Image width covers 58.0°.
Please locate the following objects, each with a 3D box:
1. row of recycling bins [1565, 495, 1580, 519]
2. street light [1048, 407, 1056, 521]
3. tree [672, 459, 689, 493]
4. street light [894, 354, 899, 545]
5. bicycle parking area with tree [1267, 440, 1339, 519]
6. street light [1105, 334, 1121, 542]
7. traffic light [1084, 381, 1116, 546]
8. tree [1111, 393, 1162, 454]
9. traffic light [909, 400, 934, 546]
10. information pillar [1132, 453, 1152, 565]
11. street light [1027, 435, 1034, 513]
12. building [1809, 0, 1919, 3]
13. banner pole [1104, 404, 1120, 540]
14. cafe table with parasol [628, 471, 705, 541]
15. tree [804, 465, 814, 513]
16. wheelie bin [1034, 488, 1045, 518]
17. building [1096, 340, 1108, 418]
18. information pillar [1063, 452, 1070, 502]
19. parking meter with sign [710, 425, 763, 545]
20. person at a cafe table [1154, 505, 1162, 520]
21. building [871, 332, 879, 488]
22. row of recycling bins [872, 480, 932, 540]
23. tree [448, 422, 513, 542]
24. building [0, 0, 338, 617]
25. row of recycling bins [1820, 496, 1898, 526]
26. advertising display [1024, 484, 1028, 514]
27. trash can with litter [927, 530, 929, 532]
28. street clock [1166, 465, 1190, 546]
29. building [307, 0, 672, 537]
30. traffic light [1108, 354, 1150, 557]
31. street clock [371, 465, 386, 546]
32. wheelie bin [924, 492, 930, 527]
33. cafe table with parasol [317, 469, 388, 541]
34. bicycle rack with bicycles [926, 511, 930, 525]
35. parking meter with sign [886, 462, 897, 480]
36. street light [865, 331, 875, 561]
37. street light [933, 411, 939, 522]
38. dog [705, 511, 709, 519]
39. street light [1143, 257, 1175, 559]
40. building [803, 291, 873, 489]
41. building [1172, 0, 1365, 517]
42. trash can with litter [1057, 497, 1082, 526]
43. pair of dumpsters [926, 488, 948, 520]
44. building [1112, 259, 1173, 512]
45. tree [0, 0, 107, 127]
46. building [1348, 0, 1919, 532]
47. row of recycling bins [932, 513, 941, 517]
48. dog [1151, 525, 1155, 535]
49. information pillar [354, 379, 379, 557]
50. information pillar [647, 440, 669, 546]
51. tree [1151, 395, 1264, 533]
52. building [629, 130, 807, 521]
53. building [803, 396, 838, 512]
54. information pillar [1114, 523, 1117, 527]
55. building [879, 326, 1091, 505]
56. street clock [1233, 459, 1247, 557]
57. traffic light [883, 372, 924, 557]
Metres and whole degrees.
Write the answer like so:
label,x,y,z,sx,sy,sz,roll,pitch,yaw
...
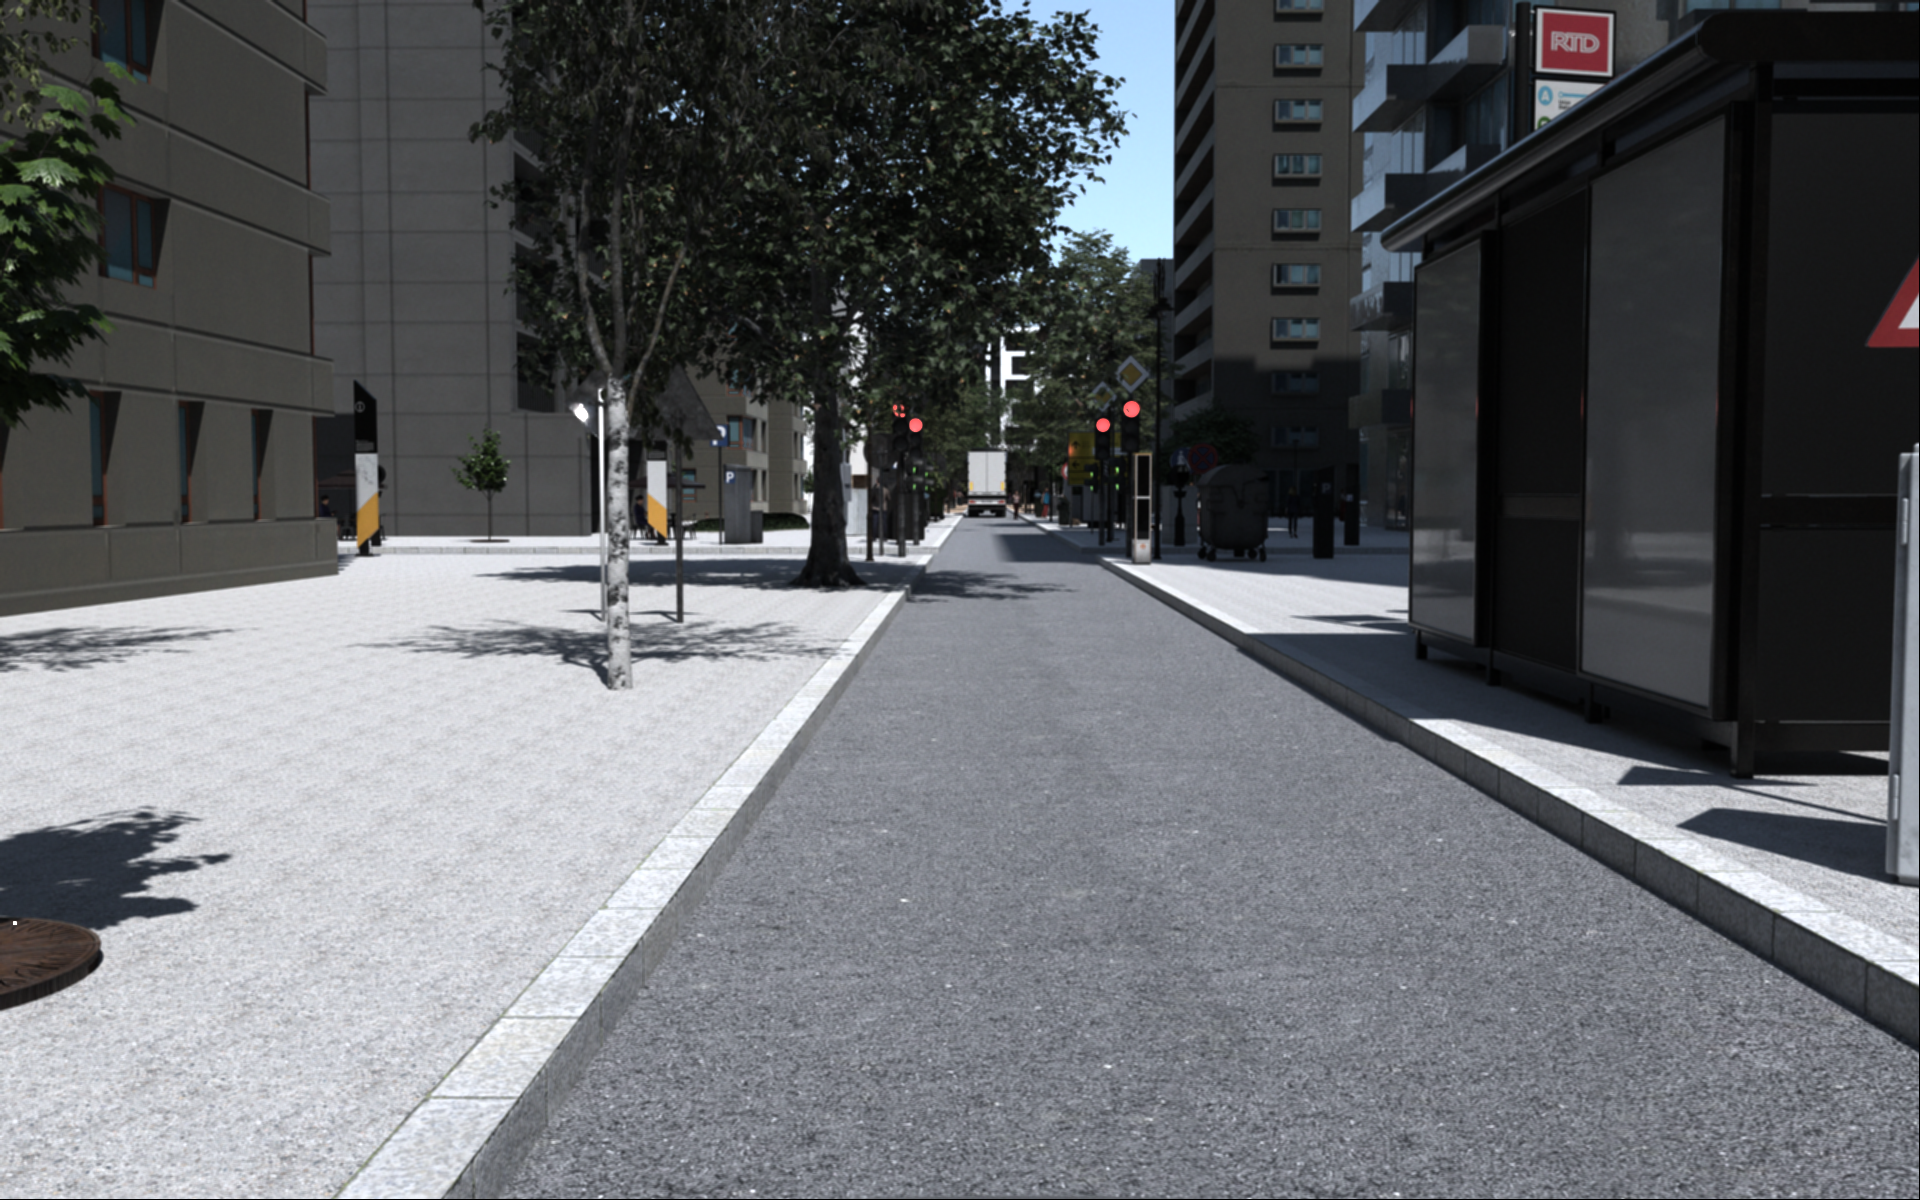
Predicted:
label,x,y,z,sx,sy,sz,roll,pitch,yaw
row of recycling bins,13.357,-1.695,34.826,3.534,1.692,1.069,2,4,31
street light,4.284,-6.644,81.415,0.468,5.910,1.993,0,4,1
tree,-12.969,-5.087,77.780,1.663,3.219,1.824,0,3,0
street light,-1.534,-4.312,43.292,0.468,5.910,1.993,0,4,1
bicycle parking area with tree,20.300,-6.420,91.966,8.231,4.147,9.016,0,4,6
street light,3.970,-4.477,45.980,0.468,5.910,1.993,0,4,1
traffic light,3.510,-3.308,43.008,0.839,4.253,0.868,0,4,1
tree,10.637,-9.652,108.173,4.737,8.622,4.395,0,3,0
traffic light,-1.071,-3.310,43.043,0.839,4.253,0.868,0,4,1
information pillar,3.303,-1.652,31.496,0.304,2.012,0.304,0,4,-5
street light,4.732,-8.841,117.345,0.468,5.910,1.993,0,4,1
building,26.004,-25.848,11.862,28.713,52.752,27.495,0,4,1
banner pole,4.148,-3.565,48.310,0.401,3.779,0.863,-2,4,-25
cafe table with parasol,-8.291,-2.663,48.404,2.610,1.966,2.610,-2,4,-26
tree,-10.115,-7.491,117.084,1.663,3.219,1.824,0,3,0
wheelie bin,4.383,-5.291,94.421,0.693,1.594,0.980,0,4,7
building,22.232,-18.595,170.483,16.747,18.905,31.486,0,4,1
information pillar,5.045,-5.526,81.707,0.183,3.616,0.504,-2,4,-31
parking meter with sign,-5.676,-2.940,44.323,0.543,3.016,1.738,2,4,26
person at a cafe table,10.662,-4.666,87.157,1.726,1.238,1.698,0,4,5
building,-24.622,-19.141,179.412,31.486,18.905,16.747,0,4,1
row of recycling bins,-1.828,-2.598,49.590,1.069,1.692,3.534,-1,4,-15
tree,-12.615,-3.171,46.446,1.663,3.219,1.824,0,3,0
building,-24.492,-10.288,13.248,28.899,21.520,27.650,0,4,1
row of recycling bins,22.845,-2.191,42.940,3.534,1.692,1.069,-1,4,-18
advertising display,4.343,-6.664,114.177,0.123,1.923,0.974,0,4,-7
trash can with litter,-1.893,-2.949,59.274,1.678,1.210,2.233,1,4,18
street clock,5.407,-2.326,42.595,0.471,2.002,0.358,-3,5,-42
building,-21.385,-38.059,60.511,20.563,71.187,20.611,0,4,1
traffic light,3.420,-2.820,35.023,0.839,4.253,0.868,0,4,1
street clock,-14.331,-2.317,42.447,0.471,2.002,0.358,0,4,2
wheelie bin,-1.627,-3.592,66.644,0.980,1.594,0.693,1,4,20
cafe table with parasol,-16.843,-2.629,47.849,2.610,1.966,2.610,3,5,41
bicycle rack with bicycles,-2.758,-3.485,70.361,2.852,0.926,2.925,-1,4,-20
parking meter with sign,-3.210,-5.259,82.239,0.543,3.016,1.738,-1,4,-19
street light,-1.722,-3.676,32.885,0.468,5.910,1.993,0,4,1
street light,-1.106,-6.491,78.910,0.468,5.910,1.993,0,4,1
dog,-11.472,-3.769,78.448,0.540,0.507,0.406,3,5,42
street light,3.888,-3.743,33.983,0.468,5.910,1.993,0,4,1
building,-16.343,-18.822,164.164,16.016,20.091,11.380,0,4,1
building,24.986,-29.528,106.478,21.300,48.544,21.600,0,4,1
trash can with litter,4.481,-3.623,70.629,1.055,1.170,0.624,2,4,31
pair of dumpsters,-1.395,-5.251,88.339,1.574,2.255,4.437,0,4,1
building,22.011,-16.651,138.702,16.747,18.905,31.486,0,4,1
tree,-7.376,-3.689,10.675,4.737,8.622,4.395,0,3,0
building,29.063,-26.932,59.943,30.456,49.044,23.786,0,4,1
row of recycling bins,-1.567,-5.595,98.594,1.069,1.692,3.534,0,4,-1
dog,5.894,-2.266,53.876,0.406,0.507,0.540,3,5,44
information pillar,-12.141,-2.694,35.398,0.504,3.616,0.183,1,4,16
information pillar,-7.508,-3.158,42.993,0.504,3.616,0.183,0,4,-3
tree,8.360,-4.510,57.455,4.285,4.588,4.351,0,3,0
building,-23.748,-15.343,95.897,27.650,21.520,28.899,0,4,1
building,-13.761,-11.666,132.893,9.099,9.664,28.070,0,4,1
information pillar,5.851,-3.817,66.893,0.304,2.012,0.304,2,4,34
building,1.047,-23.243,223.991,32.646,21.610,27.936,0,4,1
street clock,5.707,-1.881,35.328,0.358,2.002,0.471,1,4,21
traffic light,-1.161,-2.822,35.059,0.839,4.253,0.868,0,4,1
